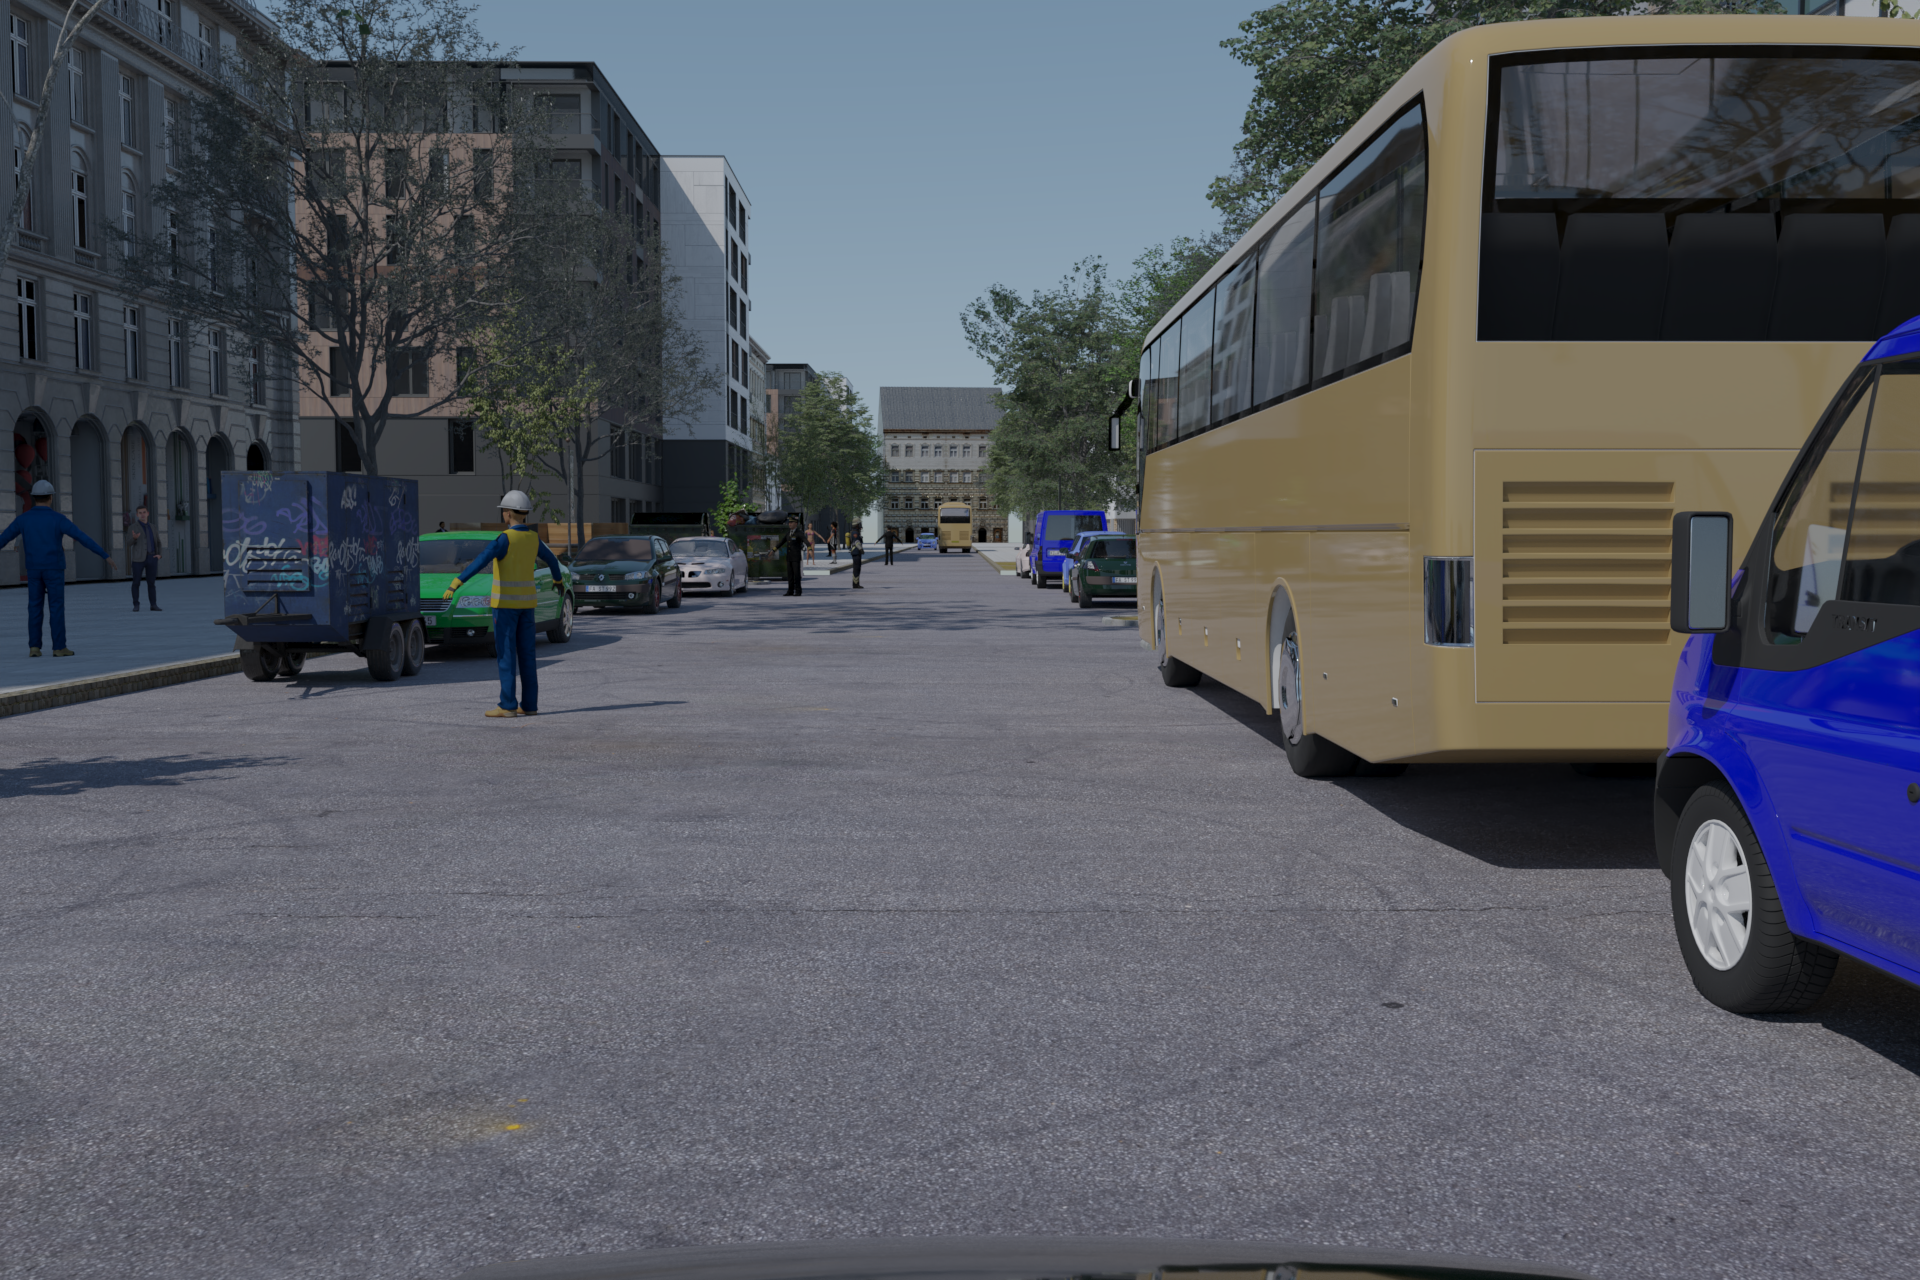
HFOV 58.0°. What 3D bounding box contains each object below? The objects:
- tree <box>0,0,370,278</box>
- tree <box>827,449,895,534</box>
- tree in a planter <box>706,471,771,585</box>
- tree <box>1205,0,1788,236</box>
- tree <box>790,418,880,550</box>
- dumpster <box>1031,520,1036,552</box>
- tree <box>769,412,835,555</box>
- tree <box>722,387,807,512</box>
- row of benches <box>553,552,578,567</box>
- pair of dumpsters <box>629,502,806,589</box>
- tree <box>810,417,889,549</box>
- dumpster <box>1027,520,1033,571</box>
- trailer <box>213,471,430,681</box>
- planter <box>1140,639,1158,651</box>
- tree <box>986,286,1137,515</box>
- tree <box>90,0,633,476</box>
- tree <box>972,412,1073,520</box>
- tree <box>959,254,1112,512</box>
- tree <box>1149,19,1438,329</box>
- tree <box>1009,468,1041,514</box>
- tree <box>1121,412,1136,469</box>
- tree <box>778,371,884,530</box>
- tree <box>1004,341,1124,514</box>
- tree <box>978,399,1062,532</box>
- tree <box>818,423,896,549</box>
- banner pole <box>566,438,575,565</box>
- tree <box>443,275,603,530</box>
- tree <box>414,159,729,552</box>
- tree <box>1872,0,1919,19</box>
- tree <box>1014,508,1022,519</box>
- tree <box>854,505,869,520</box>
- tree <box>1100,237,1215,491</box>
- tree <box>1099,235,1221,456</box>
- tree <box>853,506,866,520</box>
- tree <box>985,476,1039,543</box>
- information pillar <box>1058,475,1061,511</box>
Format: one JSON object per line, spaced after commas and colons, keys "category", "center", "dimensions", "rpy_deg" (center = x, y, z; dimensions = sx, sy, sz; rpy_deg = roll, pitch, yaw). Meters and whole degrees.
{"category": "tree", "center": [-11.522, -9.995, 19.302], "dimensions": [12.611, 20.169, 13.585], "rpy_deg": [0, 3, 0]}
{"category": "tree", "center": [-9.796, -14.061, 164.313], "dimensions": [7.601, 10.594, 8.767], "rpy_deg": [-1, 4, -16]}
{"category": "tree in a planter", "center": [-6.429, -3.185, 49.301], "dimensions": [1.991, 3.239, 1.994], "rpy_deg": [0, 4, 0]}
{"category": "tree", "center": [8.785, -7.470, 28.782], "dimensions": [9.857, 13.997, 8.962], "rpy_deg": [0, 3, 0]}
{"category": "tree", "center": [-9.870, -12.348, 136.300], "dimensions": [7.601, 10.594, 8.767], "rpy_deg": [0, 4, -4]}
{"category": "dumpster", "center": [3.066, -2.658, 51.669], "dimensions": [1.865, 1.857, 1.264], "rpy_deg": [0, 3, 0]}
{"category": "tree", "center": [-9.473, -9.435, 104.629], "dimensions": [4.737, 8.622, 4.395], "rpy_deg": [0, 3, 0]}
{"category": "tree", "center": [-9.176, -8.318, 86.359], "dimensions": [4.360, 8.622, 3.978], "rpy_deg": [0, 3, 0]}
{"category": "row of benches", "center": [-15.009, -2.849, 62.042], "dimensions": [4.104, 0.672, 1.422], "rpy_deg": [1, 4, 18]}
{"category": "pair of dumpsters", "center": [-6.193, -2.409, 44.336], "dimensions": [4.436, 2.255, 1.574], "rpy_deg": [0, 4, 0]}
{"category": "tree", "center": [-9.951, -13.939, 153.658], "dimensions": [9.928, 11.665, 9.643], "rpy_deg": [0, 3, 0]}
{"category": "dumpster", "center": [3.024, -2.790, 53.837], "dimensions": [1.865, 1.857, 1.264], "rpy_deg": [0, 4, 0]}
{"category": "trailer", "center": [-6.198, -0.574, 16.431], "dimensions": [1.471, 1.999, 3.904], "rpy_deg": [0, 3, 0]}
{"category": "planter", "center": [3.302, -0.039, 21.780], "dimensions": [1.991, 0.319, 1.994], "rpy_deg": [0, 4, 0]}
{"category": "tree", "center": [6.027, -11.110, 88.298], "dimensions": [9.857, 13.997, 8.962], "rpy_deg": [0, 3, 0]}
{"category": "tree", "center": [-12.251, -7.670, 35.770], "dimensions": [12.009, 13.543, 11.850], "rpy_deg": [0, 3, 0]}
{"category": "tree", "center": [6.497, -14.884, 153.719], "dimensions": [12.009, 13.543, 11.850], "rpy_deg": [0, 3, 0]}
{"category": "tree", "center": [6.976, -15.954, 116.734], "dimensions": [12.611, 20.169, 13.585], "rpy_deg": [0, 3, 0]}
{"category": "tree", "center": [9.594, -7.972, 40.715], "dimensions": [12.009, 13.543, 11.850], "rpy_deg": [0, 3, 0]}
{"category": "tree", "center": [6.270, -10.855, 127.837], "dimensions": [4.360, 8.622, 3.978], "rpy_deg": [0, 3, 0]}
{"category": "tree", "center": [8.439, -7.159, 67.415], "dimensions": [4.737, 8.622, 4.395], "rpy_deg": [0, 3, 0]}
{"category": "tree", "center": [-9.340, -12.394, 120.765], "dimensions": [7.486, 12.596, 7.792], "rpy_deg": [0, 3, 0]}
{"category": "tree", "center": [5.930, -11.266, 102.327], "dimensions": [7.486, 12.596, 7.792], "rpy_deg": [0, 3, 0]}
{"category": "tree", "center": [5.169, -13.628, 140.951], "dimensions": [7.486, 12.596, 7.792], "rpy_deg": [0, 3, 0]}
{"category": "tree", "center": [-9.759, -12.913, 145.545], "dimensions": [8.767, 10.594, 7.601], "rpy_deg": [-1, 4, -10]}
{"category": "banner pole", "center": [-10.186, -3.385, 45.360], "dimensions": [0.401, 3.779, 0.863], "rpy_deg": [0, 3, 0]}
{"category": "tree", "center": [-12.548, -6.021, 48.809], "dimensions": [4.737, 8.622, 4.395], "rpy_deg": [0, 3, 0]}
{"category": "tree", "center": [-12.854, -9.021, 57.869], "dimensions": [12.009, 13.543, 11.850], "rpy_deg": [0, 3, 0]}
{"category": "tree", "center": [8.904, -3.859, 13.452], "dimensions": [4.737, 8.622, 4.395], "rpy_deg": [0, 3, 0]}
{"category": "tree", "center": [11.053, -19.411, 251.787], "dimensions": [7.601, 10.594, 8.767], "rpy_deg": [0, 4, 2]}
{"category": "tree", "center": [-14.543, -18.841, 258.411], "dimensions": [4.360, 8.622, 3.978], "rpy_deg": [0, 3, 0]}
{"category": "tree", "center": [11.011, -10.339, 75.698], "dimensions": [9.857, 13.997, 8.962], "rpy_deg": [0, 3, 0]}
{"category": "tree", "center": [8.646, -8.193, 59.705], "dimensions": [9.928, 11.665, 9.643], "rpy_deg": [0, 3, 0]}
{"category": "tree", "center": [-14.513, -18.574, 254.052], "dimensions": [4.360, 8.622, 3.978], "rpy_deg": [0, 3, 0]}
{"category": "tree", "center": [6.274, -15.264, 167.686], "dimensions": [7.486, 12.596, 7.792], "rpy_deg": [0, 3, 0]}
{"category": "information pillar", "center": [3.966, -4.746, 68.953], "dimensions": [0.183, 3.616, 0.504], "rpy_deg": [0, 4, 0]}
